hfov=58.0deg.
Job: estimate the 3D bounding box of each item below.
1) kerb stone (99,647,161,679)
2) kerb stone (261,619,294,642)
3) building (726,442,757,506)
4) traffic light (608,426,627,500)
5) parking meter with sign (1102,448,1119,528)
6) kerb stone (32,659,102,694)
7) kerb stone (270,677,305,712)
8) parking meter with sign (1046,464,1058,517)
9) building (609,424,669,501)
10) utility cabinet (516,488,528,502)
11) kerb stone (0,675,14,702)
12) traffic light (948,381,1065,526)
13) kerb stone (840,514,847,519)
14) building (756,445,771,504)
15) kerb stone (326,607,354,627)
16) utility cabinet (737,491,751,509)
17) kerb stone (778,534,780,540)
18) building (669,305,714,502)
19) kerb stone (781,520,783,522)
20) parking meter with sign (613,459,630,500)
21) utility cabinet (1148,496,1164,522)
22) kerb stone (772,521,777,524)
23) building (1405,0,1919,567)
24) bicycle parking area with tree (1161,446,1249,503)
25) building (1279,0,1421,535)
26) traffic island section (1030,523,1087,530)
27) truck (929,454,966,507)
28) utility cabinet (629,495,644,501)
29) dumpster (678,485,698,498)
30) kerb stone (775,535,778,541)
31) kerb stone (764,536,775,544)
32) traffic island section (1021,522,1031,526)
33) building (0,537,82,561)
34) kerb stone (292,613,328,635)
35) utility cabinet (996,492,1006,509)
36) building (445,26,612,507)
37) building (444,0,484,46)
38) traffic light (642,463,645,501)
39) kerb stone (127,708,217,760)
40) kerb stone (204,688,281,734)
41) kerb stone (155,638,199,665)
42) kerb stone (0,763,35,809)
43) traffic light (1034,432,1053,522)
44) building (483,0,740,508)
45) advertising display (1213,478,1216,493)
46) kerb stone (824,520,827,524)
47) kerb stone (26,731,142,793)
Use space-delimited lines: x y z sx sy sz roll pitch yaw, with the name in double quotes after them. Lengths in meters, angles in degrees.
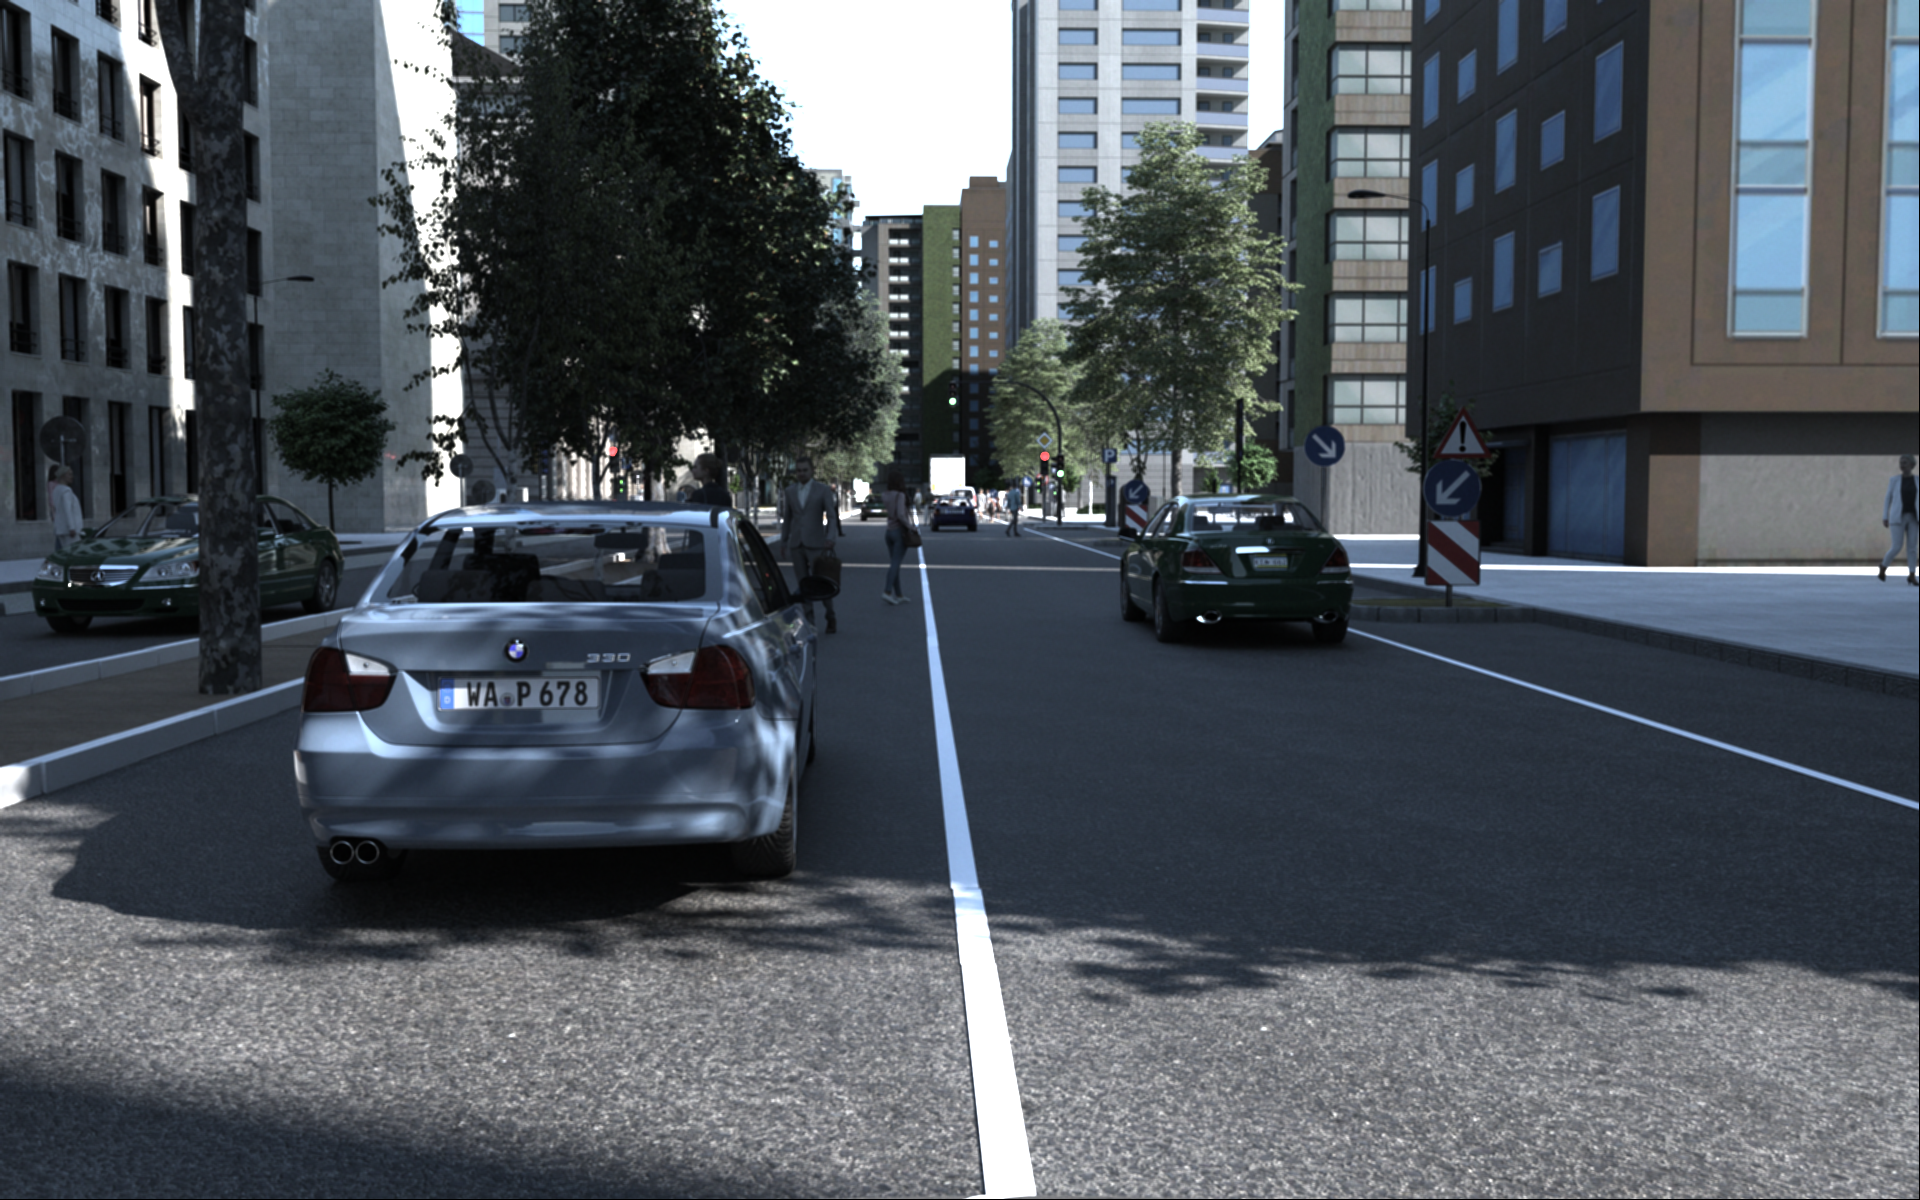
-6.688 0.515 13.844 0.120 0.150 1.000 0 4 -2 "kerb stone"
-6.774 0.322 16.923 0.120 0.150 1.000 0 4 -2 "kerb stone"
-28.893 -24.983 180.171 14.160 30.474 14.107 0 4 -2 "building"
-13.849 -4.935 69.612 0.839 4.253 0.868 0 4 -2 "traffic light"
5.898 -4.326 66.984 0.543 3.016 1.738 1 4 13 "parking meter with sign"
-6.669 0.576 12.821 0.120 0.150 1.000 0 4 -2 "kerb stone"
-4.542 0.637 11.845 0.120 0.150 1.000 0 4 -2 "kerb stone"
5.246 -6.227 98.075 0.543 3.016 1.738 1 4 16 "parking meter with sign"
-27.299 -18.228 117.117 14.460 24.649 34.723 0 4 -2 "building"
-15.601 -3.149 60.169 1.173 1.500 0.318 1 4 19 "utility cabinet"
-6.638 0.636 11.790 0.120 0.150 1.000 0 4 -2 "kerb stone"
1.916 -5.826 69.918 4.771 5.953 1.251 0 4 -2 "traffic light"
-7.109 -5.105 105.664 0.120 0.150 1.000 0 4 -2 "kerb stone"
-35.362 -31.648 209.324 23.993 40.220 32.217 0 4 -2 "building"
-6.837 0.202 18.967 0.120 0.150 1.000 0 4 -2 "kerb stone"
-18.128 -8.361 145.379 1.173 1.500 0.318 1 4 12 "utility cabinet"
-5.669 -1.875 52.854 0.120 0.150 1.000 0 4 -2 "kerb stone"
-26.081 -17.648 143.289 10.420 20.320 16.860 0 4 -2 "building"
-8.594 -3.718 83.020 0.120 0.150 1.000 0 4 -2 "kerb stone"
-16.428 -5.345 83.648 0.543 3.016 1.738 -2 4 -34 "parking meter with sign"
6.491 -2.816 57.203 0.306 1.237 1.020 1 4 21 "utility cabinet"
-8.508 -3.532 79.944 0.120 0.150 1.000 0 4 -2 "kerb stone"
18.362 -23.585 35.731 14.600 45.320 14.200 0 4 -2 "building"
14.900 -7.200 104.719 8.231 4.147 9.016 0 4 8 "bicycle parking area with tree"
18.308 -22.999 59.633 14.154 41.232 14.086 0 4 -2 "building"
4.045 -2.933 70.231 2.009 0.180 2.903 0 4 -2 "traffic island section"
-0.950 -8.510 128.052 2.839 4.237 11.283 0 4 0 "truck"
-16.322 -4.670 87.513 0.306 1.237 1.020 1 4 16 "utility cabinet"
-17.067 -6.312 108.964 1.264 1.857 1.865 0 4 -2 "dumpster"
-5.632 -1.812 51.831 0.120 0.150 1.000 0 4 -2 "kerb stone"
-5.609 -1.750 50.810 0.120 0.150 1.000 0 4 -2 "kerb stone"
3.827 -3.421 78.213 2.009 0.180 2.903 0 4 -2 "traffic island section"
-23.650 -11.236 38.468 10.420 20.320 16.860 0 4 -2 "building"
-6.808 0.260 17.945 0.120 0.150 1.000 0 4 -2 "kerb stone"
3.613 -8.686 150.687 0.318 1.500 1.173 2 4 35 "utility cabinet"
-24.571 -15.948 89.626 11.050 23.489 19.941 0 4 -2 "building"
-63.709 -55.025 212.330 31.000 86.520 22.319 0 4 -2 "building"
-11.979 -6.301 77.687 4.771 5.953 1.251 0 4 -2 "traffic light"
-4.484 0.763 9.802 0.120 0.150 1.000 0 4 -2 "kerb stone"
-4.505 0.698 10.824 0.120 0.150 1.000 0 4 -2 "kerb stone"
-6.722 0.448 14.871 0.120 0.150 1.000 0 4 -2 "kerb stone"
-4.428 0.883 7.754 0.120 0.150 1.000 0 4 -2 "kerb stone"
3.786 -5.454 78.098 0.839 4.253 0.868 0 4 -2 "traffic light"
-31.533 -44.237 161.523 20.563 71.187 20.611 0 4 -2 "building"
10.398 -4.014 70.835 0.123 1.923 0.974 1 4 9 "advertising display"
-6.578 -3.908 86.160 0.120 0.150 1.000 0 4 -2 "kerb stone"
-4.447 0.821 8.780 0.120 0.150 1.000 0 4 -2 "kerb stone"
